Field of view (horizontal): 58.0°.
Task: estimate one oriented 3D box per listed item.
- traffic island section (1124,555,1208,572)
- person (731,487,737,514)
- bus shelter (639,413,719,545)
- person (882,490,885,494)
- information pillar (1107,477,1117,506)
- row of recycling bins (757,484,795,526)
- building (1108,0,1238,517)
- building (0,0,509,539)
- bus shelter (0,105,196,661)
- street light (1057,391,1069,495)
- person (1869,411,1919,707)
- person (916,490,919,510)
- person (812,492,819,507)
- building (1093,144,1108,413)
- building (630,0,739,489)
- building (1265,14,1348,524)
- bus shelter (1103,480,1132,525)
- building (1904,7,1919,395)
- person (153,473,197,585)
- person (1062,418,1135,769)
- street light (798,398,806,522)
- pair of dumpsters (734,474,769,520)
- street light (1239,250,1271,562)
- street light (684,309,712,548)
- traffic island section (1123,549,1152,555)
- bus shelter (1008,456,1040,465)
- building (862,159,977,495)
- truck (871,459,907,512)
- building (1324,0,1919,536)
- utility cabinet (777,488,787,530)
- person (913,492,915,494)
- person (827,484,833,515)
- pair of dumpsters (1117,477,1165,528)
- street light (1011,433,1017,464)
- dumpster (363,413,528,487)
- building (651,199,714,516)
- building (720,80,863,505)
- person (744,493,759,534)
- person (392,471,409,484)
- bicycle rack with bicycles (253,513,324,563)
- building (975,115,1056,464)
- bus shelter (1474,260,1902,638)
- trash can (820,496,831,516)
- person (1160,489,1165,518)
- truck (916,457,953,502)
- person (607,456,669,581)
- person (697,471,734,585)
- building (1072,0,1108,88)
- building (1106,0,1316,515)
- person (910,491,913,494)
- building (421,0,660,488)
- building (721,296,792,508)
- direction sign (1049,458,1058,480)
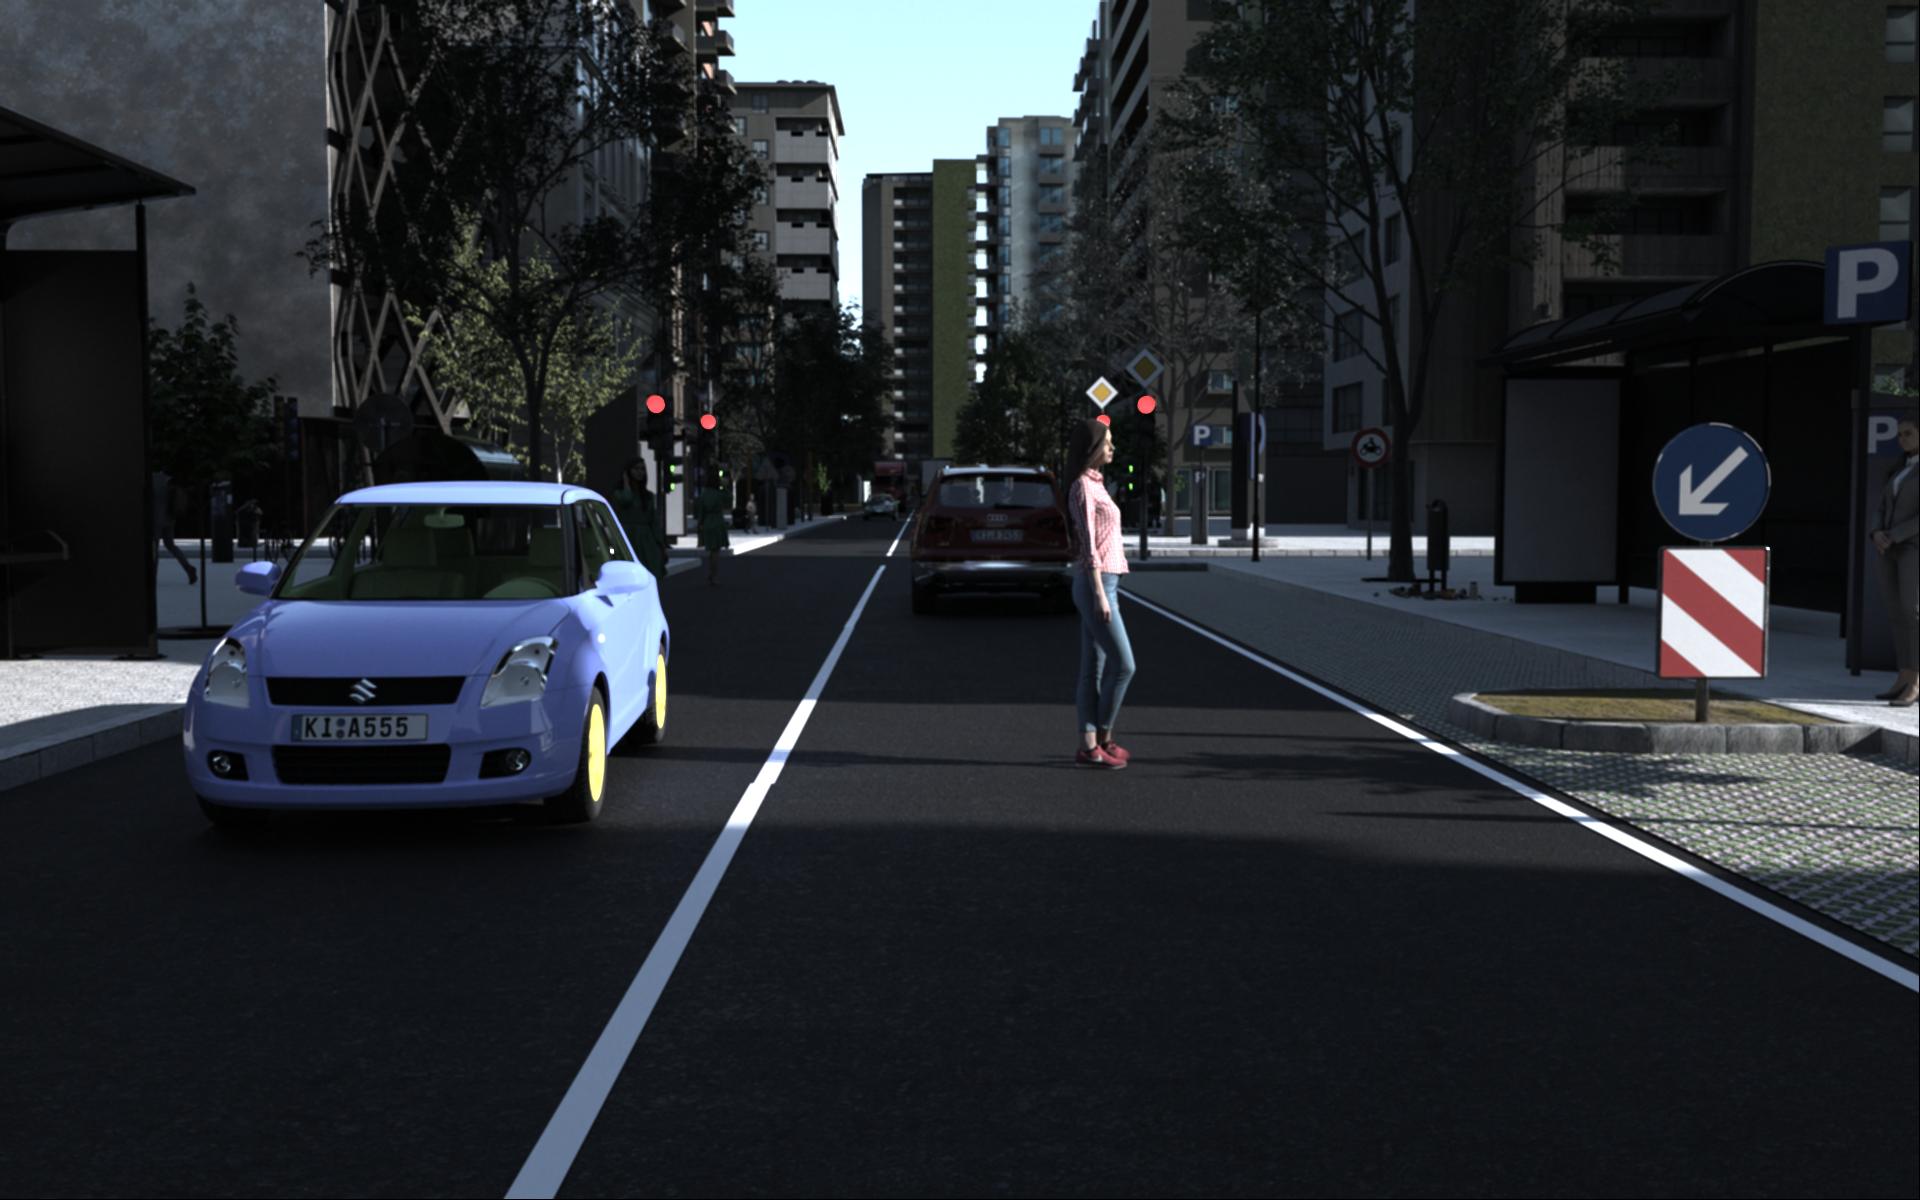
[{"bbox_3d":[3.563,-0.682,33.426,2.009,0.180,2.903,0,4,-1],"label":"traffic island section"},{"bbox_3d":[-14.249,-6.276,108.991,0.374,1.781,0.599,1,4,20],"label":"person"},{"bbox_3d":[-7.736,-3.191,46.104,2.014,3.302,5.546,0,4,-1],"label":"bus shelter"},{"bbox_3d":[-5.346,-6.868,121.737,0.436,1.711,0.756,-2,4,-29],"label":"person"},{"bbox_3d":[5.777,-4.557,65.867,0.183,3.616,0.504,-2,4,-35],"label":"information pillar"},{"bbox_3d":[-7.481,-3.907,70.989,1.069,1.692,3.534,1,4,8],"label":"row of recycling bins"},{"bbox_3d":[20.831,-29.461,105.391,21.300,48.544,21.600,0,4,-1],"label":"building"},{"bbox_3d":[-23.838,-11.570,56.618,16.820,18.784,16.811,0,4,-1],"label":"building"},{"bbox_3d":[-6.652,-1.164,10.307,1.731,3.624,6.357,0,4,-1],"label":"bus shelter"},{"bbox_3d":[4.592,-6.424,77.814,0.468,5.910,1.993,0,4,-1],"label":"street light"},{"bbox_3d":[5.780,-0.266,10.667,0.573,1.790,0.520,-2,4,-27],"label":"person"},{"bbox_3d":[-3.883,-9.276,160.173,1.348,1.824,0.705,1,4,9],"label":"person"},{"bbox_3d":[-14.909,-10.481,177.963,0.990,1.755,0.434,-1,4,-16],"label":"person"},{"bbox_3d":[18.017,-22.888,145.925,14.160,30.474,14.107,0,4,-1],"label":"building"},{"bbox_3d":[-28.557,-29.063,129.803,22.147,44.769,28.867,0,4,-1],"label":"building"},{"bbox_3d":[19.749,-24.232,79.791,14.154,41.232,14.086,0,4,-1],"label":"building"},{"bbox_3d":[6.203,-4.844,73.122,2.014,3.302,5.546,0,4,-1],"label":"bus shelter"},{"bbox_3d":[48.938,-28.980,63.063,27.495,52.752,28.713,0,4,-1],"label":"building"},{"bbox_3d":[-11.253,-1.126,24.415,0.822,1.834,0.622,1,4,11],"label":"person"},{"bbox_3d":[0.725,-0.031,9.015,0.388,1.821,0.555,0,4,-3],"label":"person"},{"bbox_3d":[-7.193,-6.498,79.037,0.468,5.910,1.993,0,4,-1],"label":"street light"},{"bbox_3d":[-9.190,-4.591,77.555,1.574,2.255,4.437,0,4,-1],"label":"pair of dumpsters"},{"bbox_3d":[5.626,-3.670,32.790,0.468,5.910,1.993,0,4,-1],"label":"street light"},{"bbox_3d":[-6.226,-4.191,41.318,0.468,5.910,1.993,0,4,-1],"label":"street light"},{"bbox_3d":[3.392,-1.170,41.409,2.009,0.180,2.903,0,4,-1],"label":"traffic island section"},{"bbox_3d":[4.105,-7.306,110.728,1.731,3.624,6.357,0,4,-1],"label":"bus shelter"},{"bbox_3d":[-5.065,-32.434,213.883,14.086,41.232,14.154,0,4,-1],"label":"building"},{"bbox_3d":[-5.559,-9.200,139.340,2.839,4.237,11.283,0,4,-1],"label":"truck"},{"bbox_3d":[20.298,-17.383,55.918,14.107,30.474,14.160,0,4,-1],"label":"building"},{"bbox_3d":[-6.394,-3.278,62.270,0.318,1.500,1.173,-1,4,-10],"label":"utility cabinet"},{"bbox_3d":[-4.481,-9.685,168.316,0.415,1.643,0.593,-1,4,-21],"label":"person"},{"bbox_3d":[-7.854,-6.021,103.845,0.474,1.900,0.648,-2,4,-27],"label":"person"},{"bbox_3d":[6.863,-3.935,66.835,1.574,2.255,4.437,0,4,-1],"label":"pair of dumpsters"},{"bbox_3d":[3.712,-8.766,116.114,0.468,5.910,1.993,0,4,-1],"label":"street light"},{"bbox_3d":[-6.095,-1.110,20.649,1.502,2.255,1.985,0,4,-1],"label":"dumpster"},{"bbox_3d":[-20.701,-14.447,100.831,10.561,19.102,19.286,0,4,-1],"label":"building"},{"bbox_3d":[-26.754,-38.661,221.343,27.495,52.752,28.713,0,4,-1],"label":"building"},{"bbox_3d":[-6.678,-2.768,55.576,0.640,1.303,0.475,1,4,22],"label":"person"},{"bbox_3d":[-5.565,-0.527,17.259,0.523,1.515,0.503,-1,4,-12],"label":"person"},{"bbox_3d":[-11.993,-1.164,32.420,2.852,0.926,2.925,-1,4,-14],"label":"bicycle rack with bicycles"},{"bbox_3d":[17.098,-36.653,218.883,30.456,49.044,23.786,0,4,-1],"label":"building"},{"bbox_3d":[7.130,-1.458,17.755,2.014,3.302,5.546,0,4,-1],"label":"bus shelter"},{"bbox_3d":[-7.921,-5.535,102.155,0.748,1.137,0.748,0,3,0],"label":"trash can"},{"bbox_3d":[10.820,-5.296,92.648,0.620,1.820,0.660,-1,4,-12],"label":"person"},{"bbox_3d":[-2.017,-9.128,138.160,2.839,4.237,11.283,0,4,-3],"label":"truck"},{"bbox_3d":[-3.107,-0.479,16.573,0.529,1.795,0.600,3,5,40],"label":"person"},{"bbox_3d":[-3.908,-1.143,27.428,0.600,1.795,0.529,0,4,7],"label":"person"},{"bbox_3d":[22.577,-33.560,168.312,23.786,49.044,30.456,0,4,-1],"label":"building"},{"bbox_3d":[17.996,-27.395,131.506,14.154,41.232,14.086,0,4,-1],"label":"building"},{"bbox_3d":[-4.981,-10.068,173.826,0.721,1.743,1.217,3,5,41],"label":"person"},{"bbox_3d":[-22.027,-18.017,80.487,13.634,28.700,20.117,0,4,-1],"label":"building"},{"bbox_3d":[-31.948,-19.868,169.874,28.899,21.520,27.650,0,4,-1],"label":"building"},{"bbox_3d":[5.903,-7.180,109.391,0.379,3.537,0.876,-2,4,-35],"label":"direction sign"}]
